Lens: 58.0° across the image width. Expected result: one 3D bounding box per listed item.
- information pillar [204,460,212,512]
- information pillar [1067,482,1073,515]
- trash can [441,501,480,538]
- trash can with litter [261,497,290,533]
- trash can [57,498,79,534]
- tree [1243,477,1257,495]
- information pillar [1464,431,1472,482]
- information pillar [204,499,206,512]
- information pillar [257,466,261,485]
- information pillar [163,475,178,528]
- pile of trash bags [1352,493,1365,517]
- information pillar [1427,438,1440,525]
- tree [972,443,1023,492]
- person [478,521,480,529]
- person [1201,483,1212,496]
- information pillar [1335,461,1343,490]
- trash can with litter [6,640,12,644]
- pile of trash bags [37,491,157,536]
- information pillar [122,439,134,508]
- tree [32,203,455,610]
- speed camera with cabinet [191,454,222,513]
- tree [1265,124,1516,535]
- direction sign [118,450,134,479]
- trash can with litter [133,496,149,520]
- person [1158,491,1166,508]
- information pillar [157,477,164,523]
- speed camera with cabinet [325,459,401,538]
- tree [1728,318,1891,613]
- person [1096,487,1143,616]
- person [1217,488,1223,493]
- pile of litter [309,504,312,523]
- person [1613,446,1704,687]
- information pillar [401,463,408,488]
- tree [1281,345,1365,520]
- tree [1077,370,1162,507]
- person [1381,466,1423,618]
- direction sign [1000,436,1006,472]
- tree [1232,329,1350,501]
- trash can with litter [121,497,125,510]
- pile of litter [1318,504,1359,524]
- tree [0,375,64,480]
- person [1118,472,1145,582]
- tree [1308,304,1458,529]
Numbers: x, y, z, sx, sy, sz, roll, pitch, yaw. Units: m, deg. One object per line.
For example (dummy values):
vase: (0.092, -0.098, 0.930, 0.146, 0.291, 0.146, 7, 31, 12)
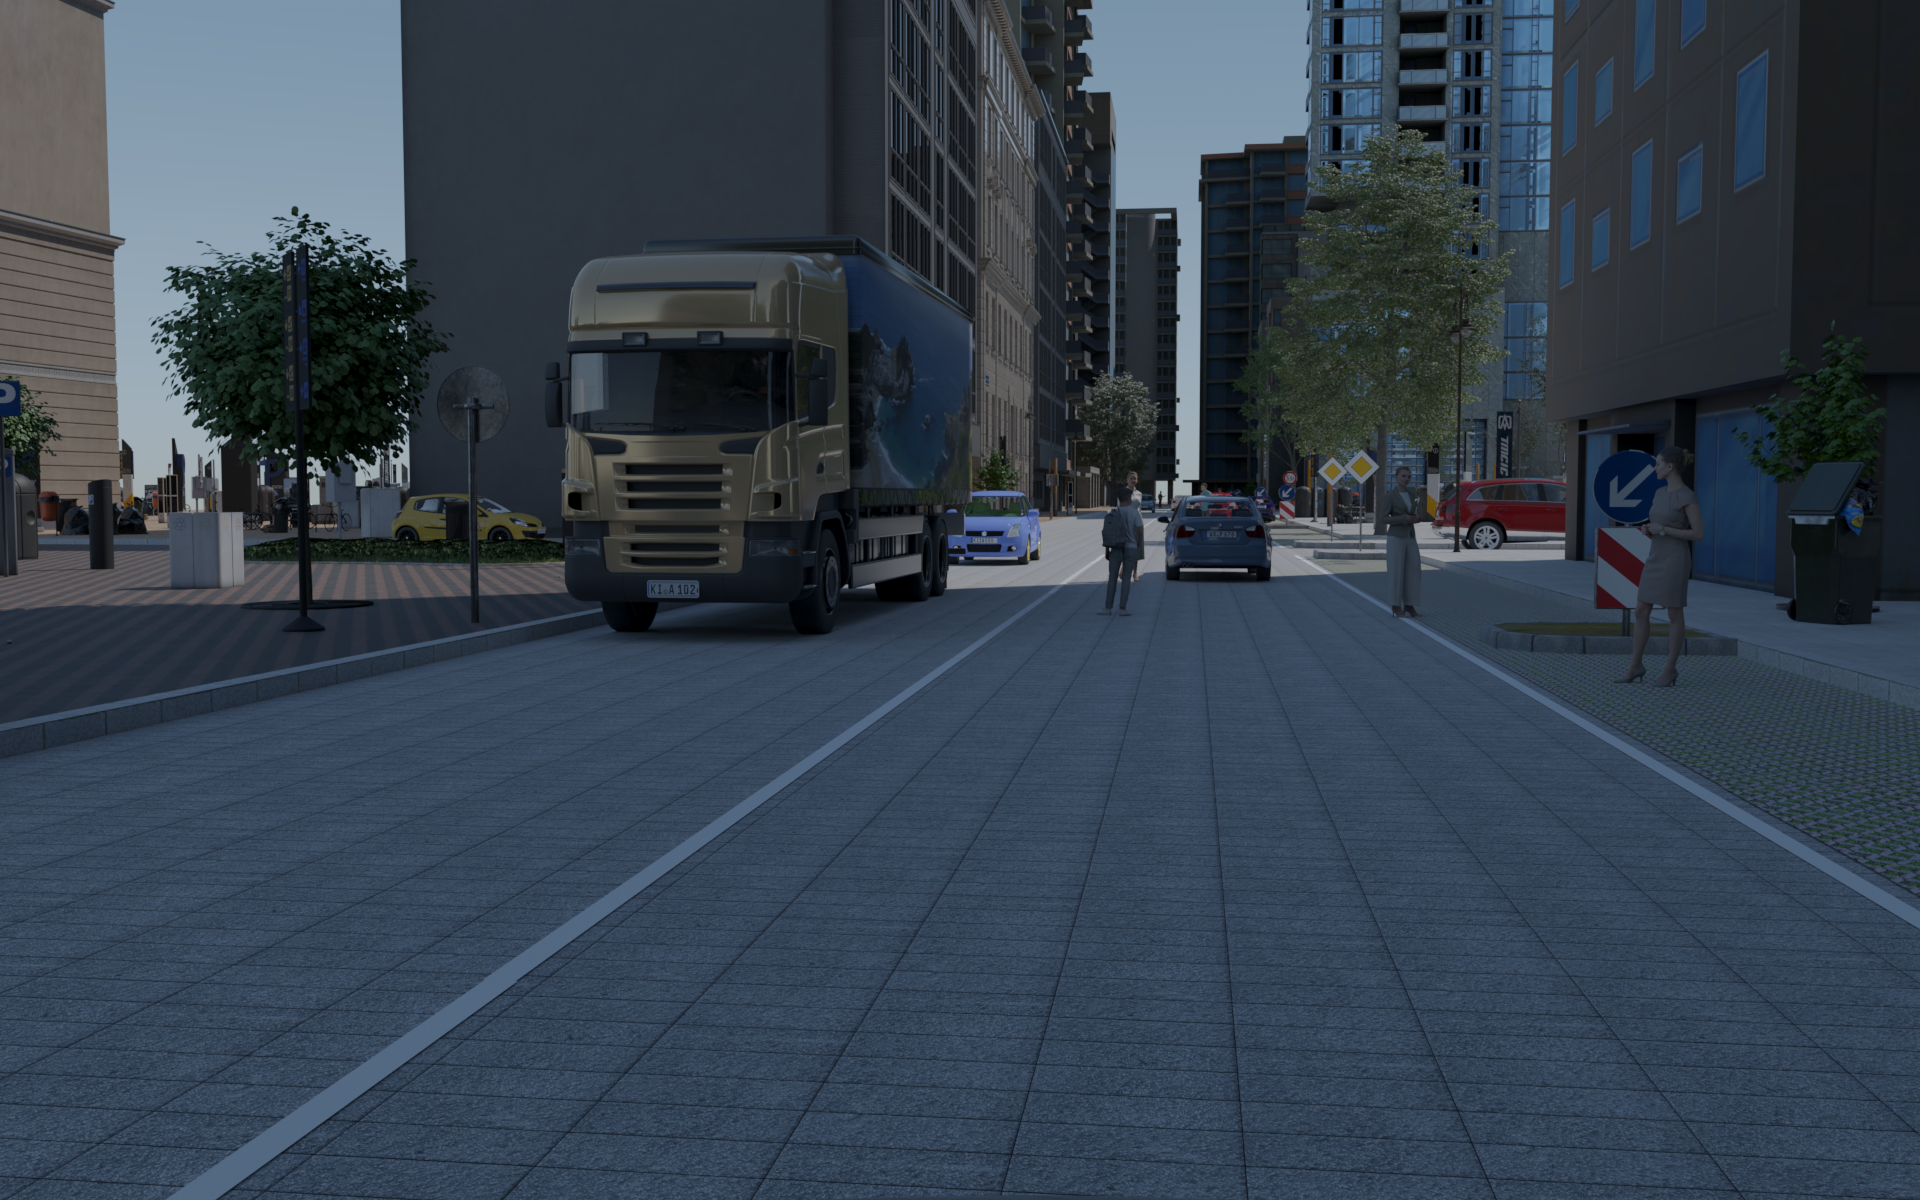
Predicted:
information pillar: (-51.539, -7.797, 118.835, 0.504, 3.616, 0.183, 0, 4, -2)
information pillar: (6.589, -6.091, 104.080, 0.304, 2.012, 0.304, -1, 4, -13)
trash can: (-10.045, -1.421, 34.887, 0.748, 1.137, 0.748, 0, 3, 0)
trash can with litter: (-22.601, -2.794, 57.064, 1.055, 1.170, 0.624, 2, 4, 25)
trash can: (-29.020, -2.728, 56.257, 0.748, 1.137, 0.748, 0, 3, 0)
tree: (33.058, -12.415, 197.589, 1.663, 3.219, 1.824, 0, 3, 0)
information pillar: (18.942, -4.483, 64.656, 0.183, 3.616, 0.504, 3, 5, 44)
information pillar: (-52.361, -7.083, 120.299, 0.304, 2.012, 0.304, -2, 4, -30)
information pillar: (-36.459, -6.031, 89.964, 0.183, 3.616, 0.504, 0, 4, 5)
information pillar: (-29.984, -3.757, 65.925, 0.304, 2.012, 0.304, 3, 4, 38)
pile of trash bags: (22.875, -5.397, 97.992, 1.912, 1.369, 3.447, -1, 4, -11)
information pillar: (19.505, -4.889, 71.295, 0.504, 3.616, 0.183, 2, 4, 33)
tree: (1.281, -4.352, 65.749, 1.663, 3.219, 1.824, 0, 3, 0)
person: (-12.393, -1.853, 43.817, 0.505, 1.210, 0.382, -1, 4, -16)
person: (8.844, -3.260, 61.826, 0.620, 1.820, 0.660, -2, 4, -35)
information pillar: (25.327, -7.615, 115.861, 0.504, 3.616, 0.183, 3, 4, 36)
trash can with litter: (-9.224, -0.255, 15.228, 1.678, 1.210, 2.233, -2, 4, -24)
pile of trash bags: (-27.300, -2.717, 54.170, 1.912, 1.369, 3.447, 1, 4, 19)
information pillar: (-35.314, -5.023, 73.475, 0.504, 3.616, 0.183, 1, 4, 19)
tree: (-7.434, -2.208, 19.808, 4.285, 4.588, 4.351, 0, 3, 0)
speed camera with cabinet: (-37.221, -5.633, 86.428, 2.038, 3.252, 0.660, -2, 4, -30)
tree: (13.519, -8.286, 53.607, 7.486, 12.596, 7.792, 0, 3, 0)
direction sign: (-43.434, -6.010, 90.253, 0.379, 3.537, 0.876, 2, 4, 30)
trash can with litter: (-40.433, -4.516, 85.217, 0.624, 1.170, 1.055, 0, 4, 1)
person: (20.824, -10.372, 178.610, 0.750, 1.759, 0.617, -1, 4, -17)
information pillar: (-34.901, -4.363, 75.825, 0.304, 2.012, 0.304, 1, 4, 11)
speed camera with cabinet: (-17.300, -3.416, 50.194, 0.660, 3.252, 2.038, 3, 5, 44)
tree: (9.683, -1.502, 19.154, 1.663, 3.219, 1.824, 0, 3, 0)
person: (1.878, -0.571, 20.424, 0.503, 1.515, 0.523, -1, 4, -19)
person: (17.133, -6.486, 114.458, 0.656, 1.842, 0.836, -1, 4, -14)
pile of litter: (-29.254, -3.941, 78.401, 1.719, 0.858, 1.176, 2, 4, 28)
person: (5.168, -0.242, 12.790, 0.374, 1.781, 0.599, -1, 4, -17)
information pillar: (-41.391, -8.425, 129.107, 0.504, 3.616, 0.183, 1, 4, 9)
tree: (17.459, -8.179, 84.081, 4.360, 8.622, 3.978, 0, 3, 0)
tree: (15.907, -16.611, 178.239, 9.857, 13.997, 8.962, 0, 3, 0)
person: (5.133, -0.671, 20.026, 0.519, 1.759, 0.362, -2, 4, -28)
direction sign: (1.671, -4.630, 67.692, 0.379, 3.537, 0.876, -1, 4, -13)
tree: (20.766, -11.139, 107.872, 9.928, 11.665, 9.643, 0, 3, 0)
trash can with litter: (-34.672, -3.627, 70.691, 1.055, 1.170, 0.624, -1, 4, -19)
pile of litter: (16.332, -3.715, 74.699, 1.719, 0.858, 1.176, 1, 4, 21)
tree: (-22.750, -3.464, 40.349, 4.285, 4.588, 4.351, 0, 3, 0)
person: (2.791, -1.214, 28.579, 0.478, 1.798, 0.641, -1, 4, -10)
tree: (15.016, -6.909, 63.329, 4.737, 8.622, 4.395, 0, 3, 0)
